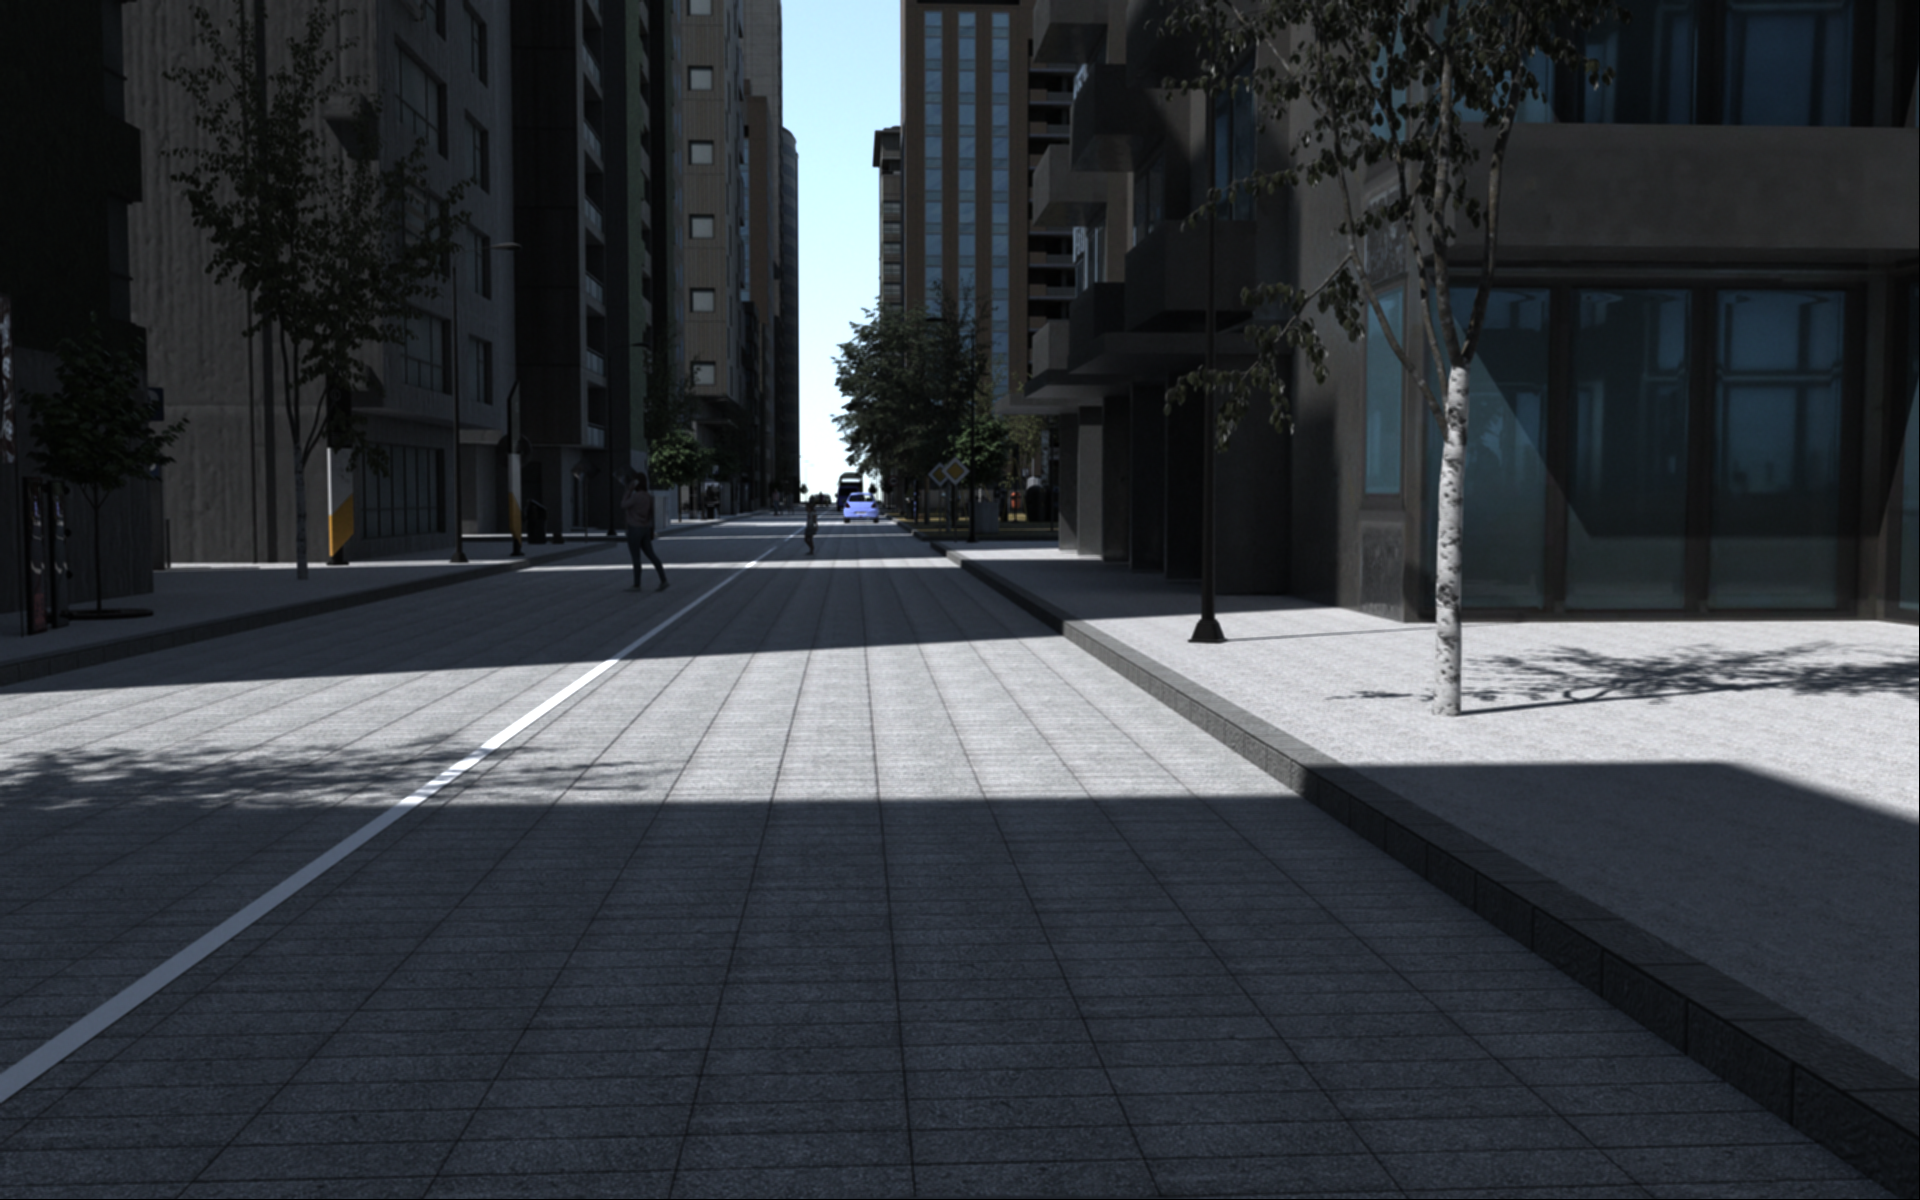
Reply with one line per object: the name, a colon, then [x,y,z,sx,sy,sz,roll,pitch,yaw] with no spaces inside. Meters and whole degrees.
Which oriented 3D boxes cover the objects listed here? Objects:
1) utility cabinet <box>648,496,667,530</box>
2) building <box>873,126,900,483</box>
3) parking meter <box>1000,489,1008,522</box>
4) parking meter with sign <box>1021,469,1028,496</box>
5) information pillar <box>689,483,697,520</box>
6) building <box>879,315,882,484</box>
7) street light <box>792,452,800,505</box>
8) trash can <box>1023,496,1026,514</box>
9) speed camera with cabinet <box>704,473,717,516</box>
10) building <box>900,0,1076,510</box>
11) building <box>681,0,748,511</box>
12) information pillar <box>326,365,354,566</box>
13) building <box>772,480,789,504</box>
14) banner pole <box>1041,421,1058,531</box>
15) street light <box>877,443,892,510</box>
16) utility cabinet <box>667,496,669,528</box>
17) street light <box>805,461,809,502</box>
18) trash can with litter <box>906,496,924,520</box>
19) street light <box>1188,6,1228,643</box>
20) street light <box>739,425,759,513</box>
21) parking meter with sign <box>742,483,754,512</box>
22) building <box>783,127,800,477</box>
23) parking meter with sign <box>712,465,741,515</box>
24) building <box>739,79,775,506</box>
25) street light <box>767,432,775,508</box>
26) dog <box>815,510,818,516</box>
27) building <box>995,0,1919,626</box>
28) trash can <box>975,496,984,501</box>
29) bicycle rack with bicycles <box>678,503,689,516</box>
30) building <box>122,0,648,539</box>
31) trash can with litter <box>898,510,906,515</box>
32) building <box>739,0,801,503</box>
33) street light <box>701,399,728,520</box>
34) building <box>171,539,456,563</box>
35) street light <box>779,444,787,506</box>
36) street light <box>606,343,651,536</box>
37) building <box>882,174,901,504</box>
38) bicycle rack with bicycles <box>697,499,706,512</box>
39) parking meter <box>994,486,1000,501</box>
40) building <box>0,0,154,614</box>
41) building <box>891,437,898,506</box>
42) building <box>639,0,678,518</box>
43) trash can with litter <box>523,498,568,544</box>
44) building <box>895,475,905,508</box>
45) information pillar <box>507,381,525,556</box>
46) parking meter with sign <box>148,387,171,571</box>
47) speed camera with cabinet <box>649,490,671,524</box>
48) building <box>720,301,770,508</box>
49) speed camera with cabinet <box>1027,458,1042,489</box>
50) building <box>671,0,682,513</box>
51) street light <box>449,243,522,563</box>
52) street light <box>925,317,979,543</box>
utility cabinet: [-10.940,-3.123,62.223,0.306,1.237,1.020,1,4,10]
building: [2.214,-40.131,245.385,28.713,52.752,27.495,0,4,-4]
parking meter: [2.040,-4.387,80.132,0.372,1.533,0.369,0,3,0]
parking meter with sign: [4.931,-7.438,117.867,0.543,3.016,1.738,-3,4,-36]
information pillar: [-13.445,-5.063,87.278,0.304,2.012,0.304,2,4,28]
building: [-1.649,-37.856,273.572,22.147,44.769,28.867,0,4,-4]
street light: [-18.738,-13.378,191.272,1.470,5.913,1.316,0,4,-4]
trash can: [4.268,-5.991,109.611,0.748,1.137,0.748,0,3,0]
speed camera with cabinet: [-14.453,-6.489,100.438,0.660,3.252,2.038,-1,4,-12]
building: [2.236,-30.071,141.768,14.600,45.320,14.200,0,4,-4]
building: [-31.553,-33.685,139.984,28.713,52.752,27.495,0,4,-4]
information pillar: [-11.185,-2.438,31.214,0.183,3.616,0.504,2,4,33]
building: [-38.520,-32.484,222.987,32.217,40.220,23.993,0,4,-4]
banner pole: [3.024,-4.252,59.540,0.401,3.779,0.863,3,5,41]
street light: [-6.308,-10.328,141.411,1.470,5.913,1.316,0,4,-4]
utility cabinet: [-11.217,-3.321,65.461,0.306,1.237,1.020,0,4,-2]
street light: [-21.947,-16.550,243.125,1.470,5.913,1.316,0,4,-4]
trash can with litter: [-2.115,-4.717,88.511,0.624,1.170,1.055,-2,4,-30]
street light: [1.613,-2.587,14.841,1.470,5.913,1.316,0,4,-4]
street light: [-14.089,-8.761,115.791,1.470,5.913,1.316,0,4,-4]
parking meter with sign: [-15.440,-7.755,123.050,1.738,3.016,0.543,2,4,25]
building: [-36.031,-44.515,269.816,21.231,58.520,28.212,0,4,-4]
parking meter with sign: [-14.273,-6.665,105.234,0.543,3.016,1.738,2,4,33]
building: [-27.786,-33.080,190.963,14.600,45.320,14.200,0,4,-4]
street light: [-14.845,-9.611,129.684,1.470,5.913,1.316,0,4,-4]
dog: [-9.595,-5.758,114.337,0.550,0.427,0.748,0,4,5]
building: [13.139,-25.051,29.189,23.786,49.044,30.456,0,4,-4]
trash can: [1.435,-7.033,126.634,0.748,1.137,0.748,0,3,0]
bicycle rack with bicycles: [-18.072,-5.434,102.231,2.852,0.926,2.925,-2,4,-35]
building: [-18.758,-22.968,59.120,14.154,41.232,14.086,0,4,-4]
trash can with litter: [-3.314,-5.916,108.110,1.055,1.170,0.624,-1,4,-16]
building: [-33.200,-49.354,245.193,20.563,71.187,20.611,0,4,-4]
street light: [-12.020,-6.863,84.755,1.470,5.913,1.316,0,4,-4]
building: [-18.011,-21.646,37.504,14.086,41.232,14.154,0,4,-4]
street light: [-16.882,-11.494,160.472,1.470,5.913,1.316,0,4,-4]
street light: [-10.188,-4.934,53.219,1.470,5.913,1.316,0,4,-4]
building: [-3.021,-33.048,223.932,14.154,41.232,14.086,0,4,-4]
bicycle rack with bicycles: [-18.969,-6.606,121.397,2.852,0.926,2.925,3,5,43]
parking meter: [2.445,-6.693,115.145,0.399,1.863,0.255,-1,4,-10]
building: [-17.076,-14.840,14.344,14.160,30.474,14.107,0,4,-4]
building: [3.983,-53.489,187.215,22.319,86.520,31.000,0,4,-4]
building: [-22.368,-19.399,88.867,14.160,30.474,14.107,0,4,-4]
trash can with litter: [-10.670,-2.031,44.587,1.055,1.170,0.624,-2,4,-24]
building: [10.218,-28.724,161.517,32.217,40.220,23.993,0,4,-4]
information pillar: [-9.177,-2.712,35.689,0.183,3.616,0.504,0,4,6]
parking meter with sign: [-13.586,-2.010,29.122,0.543,3.016,1.738,-1,4,-20]
speed camera with cabinet: [-13.367,-4.875,74.041,0.660,3.252,2.038,3,5,43]
building: [-33.142,-19.816,169.037,27.650,21.520,28.899,0,4,-4]
speed camera with cabinet: [4.714,-6.193,95.588,2.038,3.252,0.660,3,4,36]
building: [-25.315,-28.151,110.386,14.600,45.320,14.200,0,4,-4]
street light: [-8.813,-3.648,32.194,1.470,5.913,1.316,0,4,-4]
street light: [-0.206,-4.472,45.661,1.470,5.913,1.316,0,4,-4]
